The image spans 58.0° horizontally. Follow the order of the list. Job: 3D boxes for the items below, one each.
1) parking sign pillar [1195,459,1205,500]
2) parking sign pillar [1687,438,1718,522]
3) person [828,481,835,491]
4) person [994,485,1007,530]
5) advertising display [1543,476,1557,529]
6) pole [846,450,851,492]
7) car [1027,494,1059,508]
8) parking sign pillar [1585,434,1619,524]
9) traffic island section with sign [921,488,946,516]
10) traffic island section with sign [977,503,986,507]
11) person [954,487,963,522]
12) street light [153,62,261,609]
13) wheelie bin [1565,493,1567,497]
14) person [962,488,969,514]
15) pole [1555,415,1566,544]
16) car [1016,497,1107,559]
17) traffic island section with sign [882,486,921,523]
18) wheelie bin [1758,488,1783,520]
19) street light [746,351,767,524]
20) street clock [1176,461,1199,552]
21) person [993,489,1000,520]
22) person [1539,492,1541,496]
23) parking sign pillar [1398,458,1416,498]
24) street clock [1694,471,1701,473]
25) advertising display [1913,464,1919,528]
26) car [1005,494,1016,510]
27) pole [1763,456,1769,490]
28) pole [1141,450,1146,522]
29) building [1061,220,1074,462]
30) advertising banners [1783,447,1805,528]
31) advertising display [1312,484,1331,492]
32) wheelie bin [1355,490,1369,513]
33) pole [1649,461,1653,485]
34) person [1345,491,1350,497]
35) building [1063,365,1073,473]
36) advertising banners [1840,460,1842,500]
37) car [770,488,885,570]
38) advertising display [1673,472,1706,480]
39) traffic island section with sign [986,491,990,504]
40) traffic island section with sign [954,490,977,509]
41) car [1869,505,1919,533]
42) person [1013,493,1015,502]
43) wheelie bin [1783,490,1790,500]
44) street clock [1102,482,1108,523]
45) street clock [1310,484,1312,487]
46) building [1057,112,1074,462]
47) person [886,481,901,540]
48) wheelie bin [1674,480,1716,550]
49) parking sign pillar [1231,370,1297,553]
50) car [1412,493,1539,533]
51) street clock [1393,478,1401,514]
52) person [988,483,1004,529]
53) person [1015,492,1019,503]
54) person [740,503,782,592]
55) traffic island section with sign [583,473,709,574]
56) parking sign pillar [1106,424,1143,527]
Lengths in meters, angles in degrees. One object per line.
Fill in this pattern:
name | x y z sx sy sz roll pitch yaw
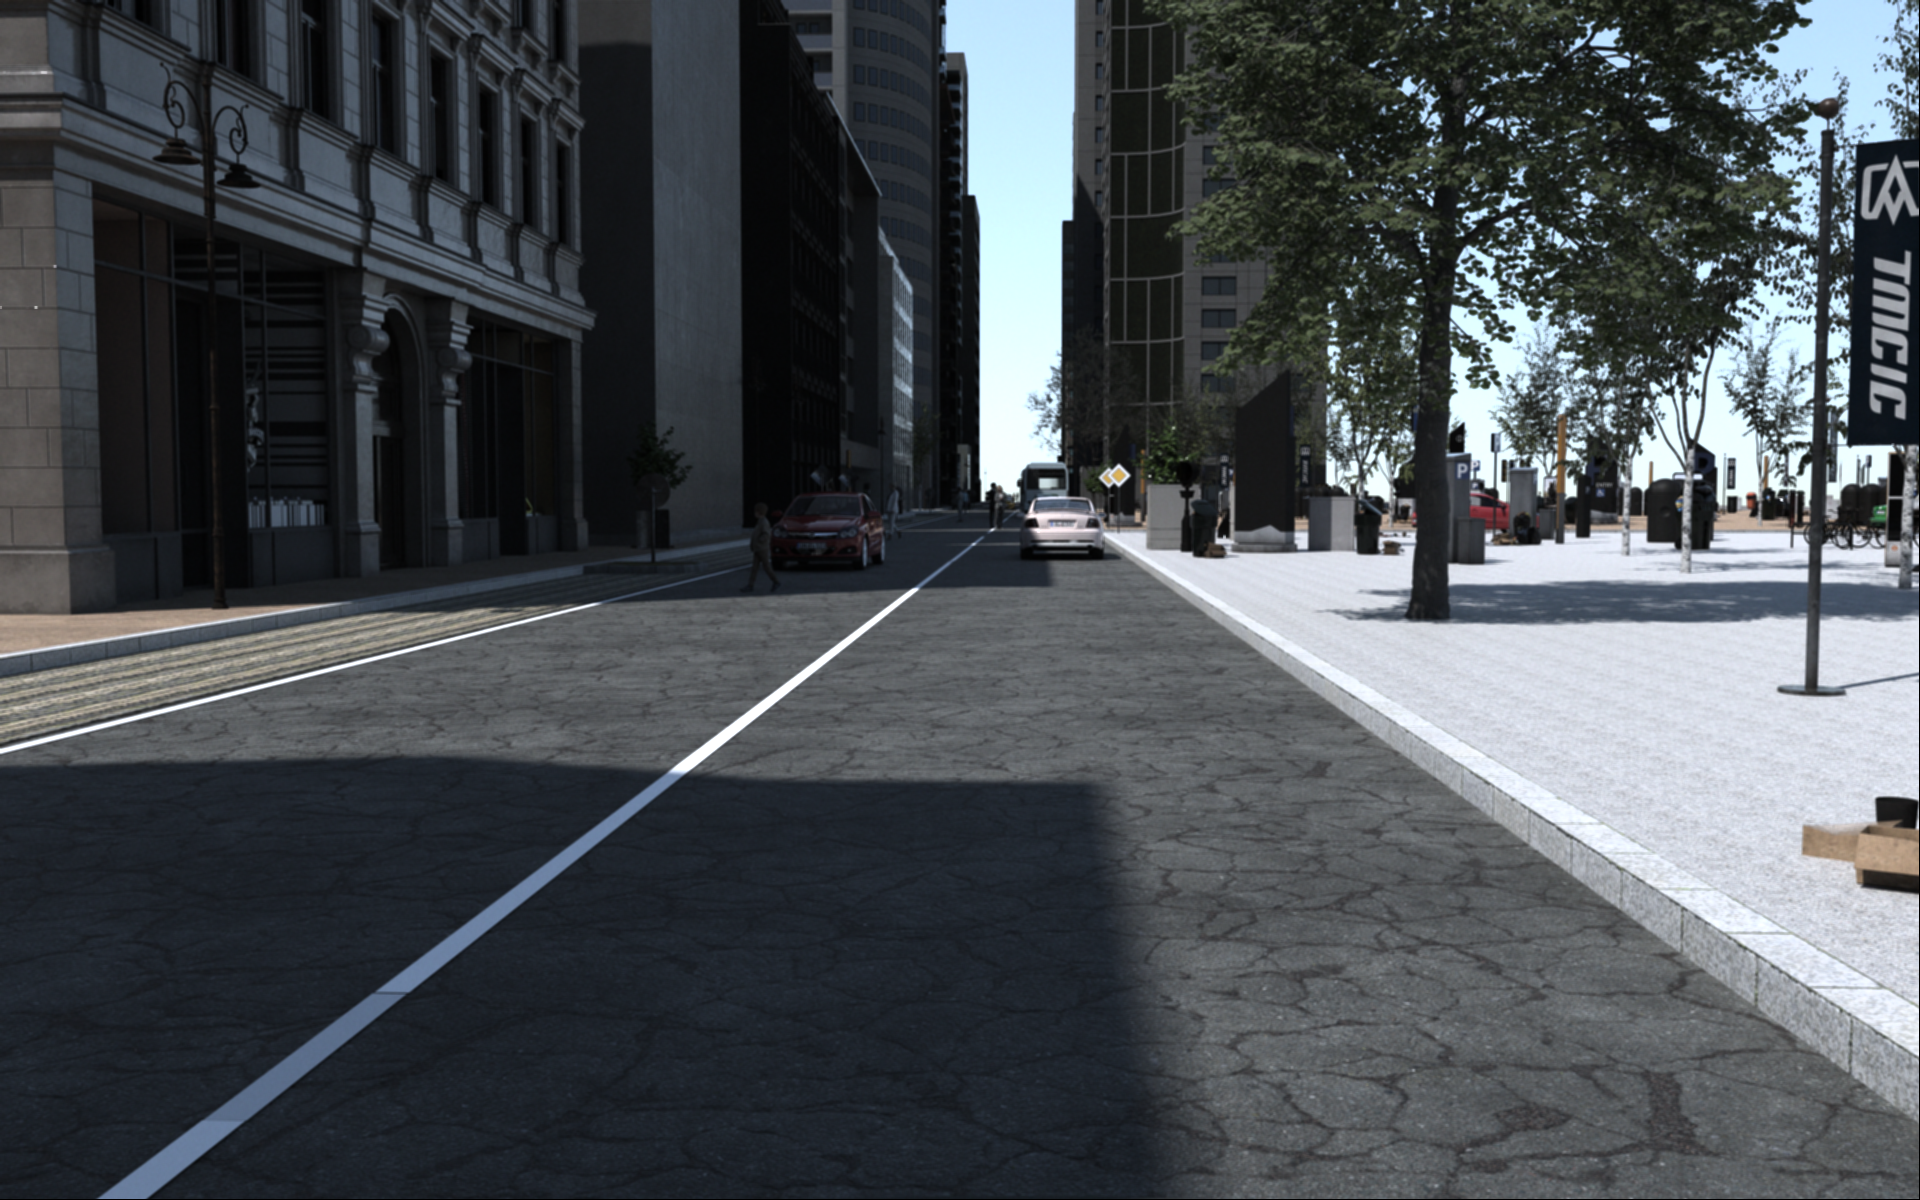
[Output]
parking sign pillar | 15.784 -7.682 114.070 1.447 3.967 1.447 0 4 0
parking sign pillar | 34.643 -5.653 80.904 1.447 3.967 1.447 0 4 -1
person | -3.717 -2.481 49.338 0.520 1.790 0.573 -1 4 -17
person | 1.655 -3.757 70.104 0.537 1.800 0.526 0 4 0
advertising display | 21.669 -3.552 63.292 0.123 1.923 0.974 -1 4 -18
pole | -5.150 -5.282 80.200 0.158 3.312 0.155 0 3 0
car | 4.637 -4.944 92.632 2.131 1.459 4.920 0 4 4
parking sign pillar | 28.651 -5.459 77.724 1.447 3.967 1.447 0 4 1
traffic island section with sign | -1.913 -6.487 114.694 1.989 1.847 2.006 0 4 3
traffic island section with sign | 1.547 -11.153 190.973 1.989 1.847 2.006 0 4 3
person | -0.080 -4.940 89.447 0.466 1.800 0.511 0 4 3
street light | -8.263 -2.837 19.167 0.468 5.910 1.993 0 4 3
wheelie bin | 44.484 -7.367 128.356 0.980 1.594 0.693 0 4 -1
person | 0.333 -7.084 124.182 0.638 1.841 0.748 -1 4 -12
pole | 15.480 -3.105 44.608 0.158 3.312 0.155 0 3 0
car | 2.317 -1.662 39.540 2.083 1.381 4.827 0 4 3
traffic island section with sign | -3.160 -4.812 87.305 1.989 1.847 2.006 0 4 3
wheelie bin | 39.554 -4.704 84.812 0.693 1.594 0.980 0 4 -1
street light | -6.583 -5.101 56.184 0.468 5.910 1.993 0 4 3
street clock | 5.029 -2.067 38.370 0.471 2.002 0.358 3 5 44
person | 2.026 -5.244 94.101 0.748 1.841 0.638 -1 4 -22
person | 72.487 -12.700 216.925 0.721 1.735 1.217 1 4 15
parking sign pillar | 31.337 -8.124 121.299 1.447 3.967 1.447 0 4 -3
street clock | 22.981 -3.027 54.055 0.471 2.002 0.358 1 4 16
advertising display | 20.410 -1.906 36.373 0.974 1.923 0.123 1 4 20
car | 4.015 -8.846 154.857 2.015 1.641 3.980 0 4 1
pole | 42.787 -6.002 91.975 0.158 3.312 0.155 0 3 0
pole | 8.451 -5.263 79.894 0.158 3.312 0.155 0 3 0
building | 22.230 -35.244 259.841 14.154 41.232 14.086 0 4 3
advertising banners | 31.367 -4.221 65.205 2.074 3.025 0.090 -3 5 -43
advertising display | 22.163 -6.198 106.552 0.974 1.923 0.123 1 4 14
wheelie bin | 20.947 -5.034 90.221 0.693 1.594 0.980 0 4 6
pole | 43.009 -6.973 107.853 0.158 3.312 0.155 0 3 0
person | 48.926 -12.880 219.182 1.348 1.812 0.705 2 4 33
building | 28.328 -24.077 238.693 27.650 21.520 28.899 0 4 3
advertising banners | 45.088 -5.653 88.618 0.090 3.025 2.074 2 4 24
car | -2.561 -1.528 34.028 2.155 1.783 4.494 0 4 5
advertising display | 21.772 -2.848 51.773 0.123 1.923 0.974 -3 4 -39
traffic island section with sign | 4.078 -14.576 246.948 1.989 1.847 2.006 0 4 3
traffic island section with sign | 0.322 -9.506 164.045 1.989 1.847 2.006 0 4 3
car | 33.187 -3.019 58.161 4.718 1.807 1.959 0 4 2
person | 7.525 -14.031 239.368 0.415 1.643 0.593 -3 4 -36
wheelie bin | 57.448 -6.908 120.847 0.693 1.594 0.980 -2 4 -30
street clock | 6.595 -4.497 78.098 0.358 2.002 0.471 -1 4 -17
street clock | 25.771 -7.446 126.304 0.471 2.002 0.358 -3 4 -37
building | 27.229 -59.233 281.132 22.319 86.520 31.000 0 4 3
person | -2.055 -2.800 54.153 0.514 1.842 0.818 3 5 43
wheelie bin | 16.990 -1.961 39.973 0.980 1.594 0.693 -2 4 -28
parking sign pillar | 6.738 -3.045 38.251 1.447 3.967 1.447 3 5 41
car | 18.070 -3.138 60.350 4.494 1.783 2.155 0 4 2
street clock | 19.696 -4.498 78.104 0.358 2.002 0.471 1 4 23
person | 1.458 -3.915 71.876 0.474 1.900 0.648 -3 4 -36
person | 8.960 -16.091 272.417 0.721 1.723 1.217 2 4 28
person | -2.900 -0.771 25.377 0.640 1.303 0.475 -2 4 -35
traffic island section with sign | -5.685 -1.414 31.742 1.989 1.847 2.006 0 4 3
parking sign pillar | 6.390 -4.821 67.301 1.447 3.967 1.447 -1 4 -15
